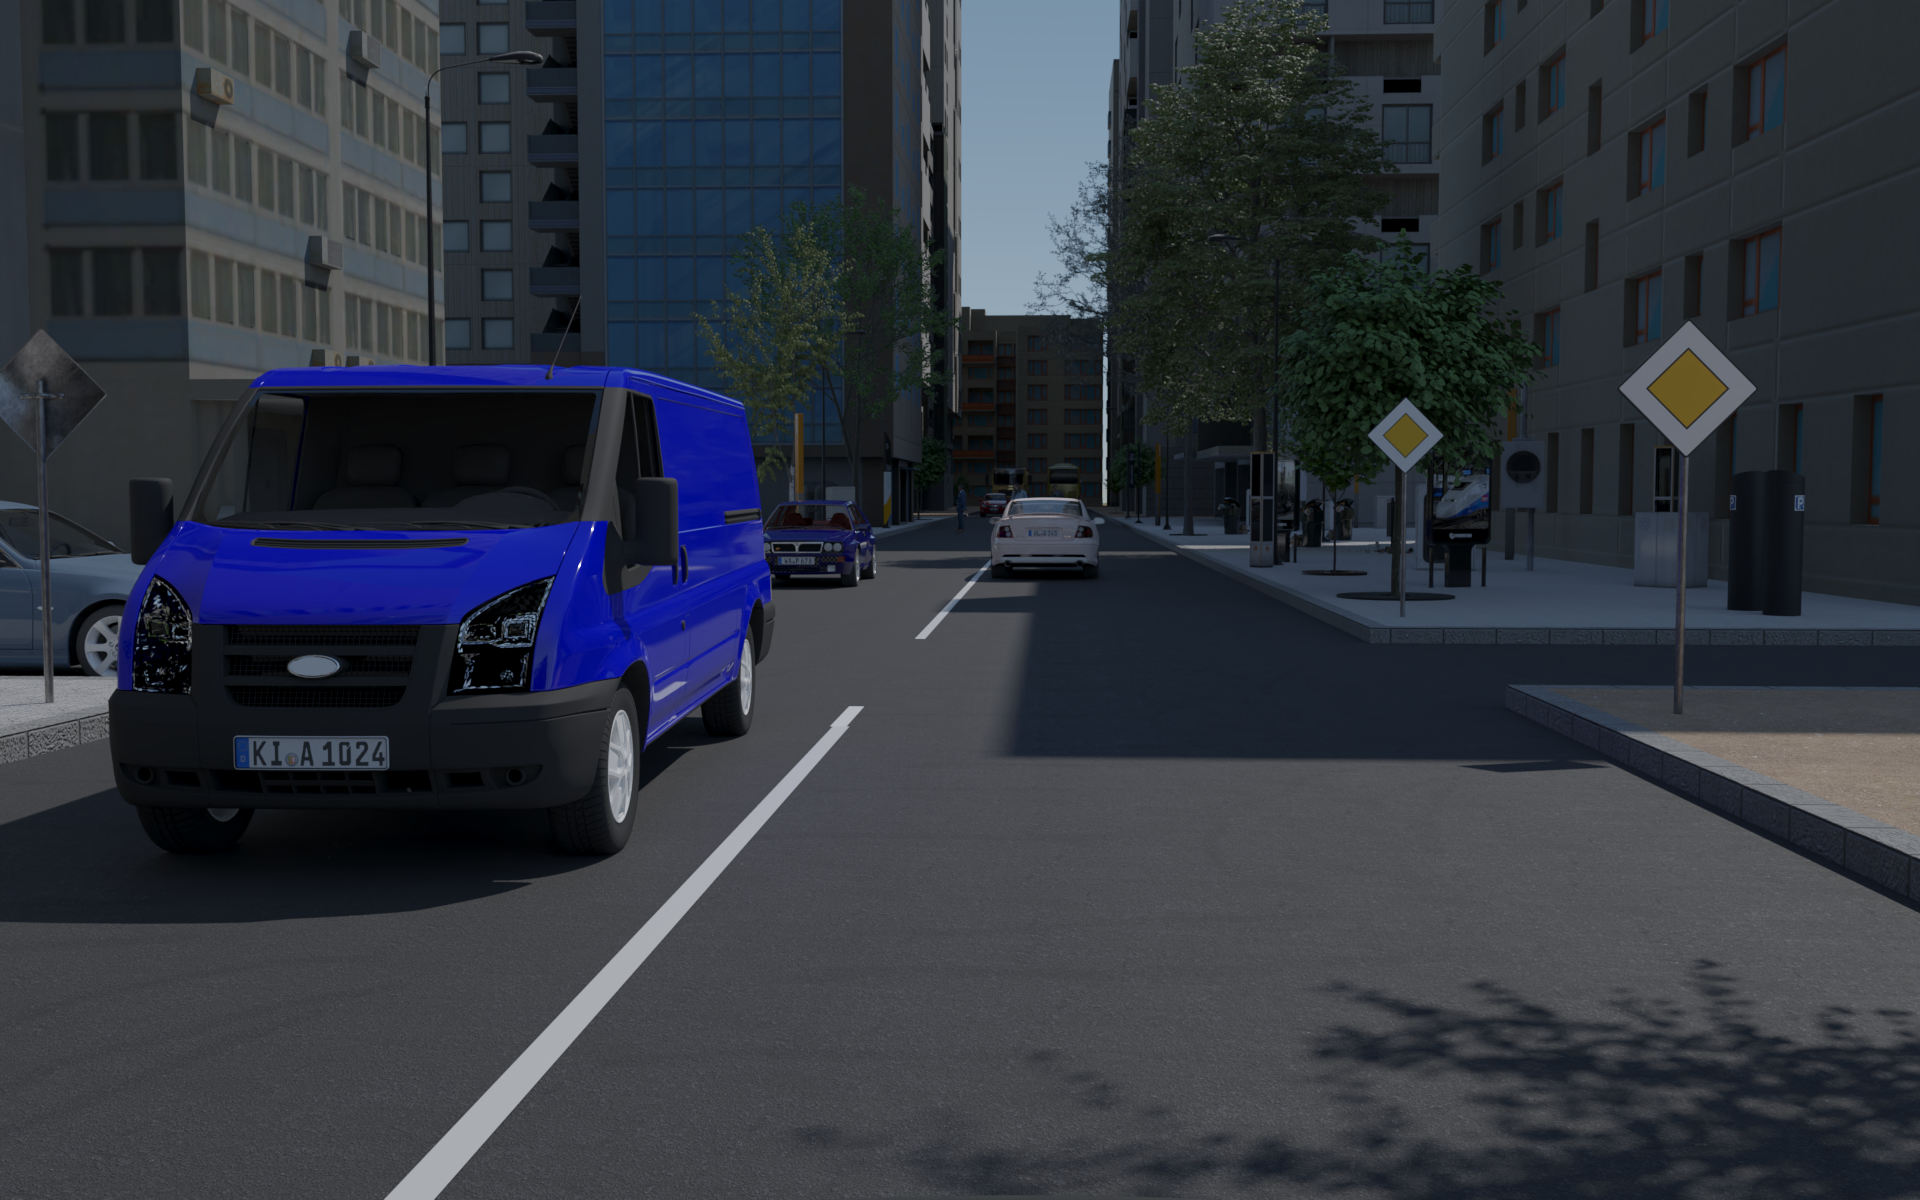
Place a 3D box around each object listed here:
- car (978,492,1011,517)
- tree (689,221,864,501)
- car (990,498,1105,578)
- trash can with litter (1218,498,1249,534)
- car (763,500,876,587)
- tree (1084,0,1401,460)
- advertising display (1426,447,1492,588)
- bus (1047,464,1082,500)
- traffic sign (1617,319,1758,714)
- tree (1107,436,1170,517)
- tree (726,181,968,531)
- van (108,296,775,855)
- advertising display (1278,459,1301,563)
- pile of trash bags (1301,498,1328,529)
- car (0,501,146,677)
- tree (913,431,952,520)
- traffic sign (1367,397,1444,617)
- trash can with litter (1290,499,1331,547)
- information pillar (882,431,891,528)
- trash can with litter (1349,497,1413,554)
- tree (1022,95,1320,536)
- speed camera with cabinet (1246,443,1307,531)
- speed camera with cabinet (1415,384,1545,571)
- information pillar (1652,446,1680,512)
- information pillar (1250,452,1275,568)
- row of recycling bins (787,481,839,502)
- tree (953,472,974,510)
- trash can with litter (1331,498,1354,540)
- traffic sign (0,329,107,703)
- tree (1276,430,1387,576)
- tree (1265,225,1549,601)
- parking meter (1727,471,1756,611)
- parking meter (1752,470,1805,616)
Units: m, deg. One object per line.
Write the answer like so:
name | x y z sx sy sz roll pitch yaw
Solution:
car | 2.244 -6.157 109.713 2.155 1.783 4.494 0 4 4
tree | -4.742 -5.864 46.233 4.737 8.622 4.395 0 3 0
car | 1.542 -1.132 30.873 2.083 1.381 4.827 0 4 4
trash can with litter | 8.712 -2.668 55.002 0.624 1.170 1.055 3 5 41
car | -2.359 -0.945 28.033 1.945 1.354 3.894 0 4 3
tree | 6.598 -7.449 39.914 7.486 12.596 7.792 0 3 0
advertising display | 6.856 -1.137 23.802 0.974 1.923 0.123 -1 4 -19
bus | 8.389 -9.046 139.440 2.896 3.916 12.252 0 4 4
traffic sign | 4.185 -0.391 10.039 0.795 2.450 0.064 0 4 3
tree | 9.785 -6.868 95.999 4.285 4.588 4.351 0 3 0
tree | -3.726 -8.160 59.175 9.928 11.665 9.643 0 3 0
van | -2.223 -0.262 8.674 2.240 2.365 5.245 0 4 1
advertising display | 6.077 -1.675 32.599 0.123 1.923 0.974 -1 4 -22
pile of trash bags | 12.375 -3.311 63.887 3.447 1.369 1.912 0 4 5
car | -7.649 -0.095 13.548 4.499 1.417 2.014 0 4 1
tree | -2.793 -6.651 92.461 4.285 4.588 4.351 0 3 0
traffic sign | 4.615 -0.879 18.012 0.795 2.450 0.064 0 4 3
trash can with litter | 8.347 -1.871 41.970 0.624 1.170 1.055 -2 4 -26
information pillar | -2.715 -4.484 64.669 0.183 3.616 0.504 1 4 22
trash can with litter | 9.354 -1.642 37.903 1.678 1.210 2.233 1 4 14
tree | 7.009 -8.737 53.212 12.009 13.543 11.850 0 3 0
speed camera with cabinet | 10.953 -4.016 59.995 2.038 3.252 0.660 3 4 37
speed camera with cabinet | 8.693 -2.119 28.974 2.038 3.252 0.660 1 4 17
information pillar | 10.767 -1.342 26.432 0.304 2.012 0.304 3 5 39
information pillar | 5.271 -1.573 30.218 0.304 2.012 0.304 -2 4 -32
row of recycling bins | -4.838 -3.054 57.041 1.069 1.692 3.534 -2 4 -24
tree | 0.013 -8.796 138.408 1.663 3.219 1.824 0 3 0
trash can with litter | 10.498 -2.246 48.108 0.624 1.170 1.055 -1 4 -17
traffic sign | -5.594 -0.425 10.584 0.795 2.450 0.064 0 4 3
tree | 6.092 -2.010 27.471 1.663 3.219 1.824 0 3 0
tree | 5.399 -2.296 21.261 4.285 4.588 4.351 0 3 0
parking meter | 8.688 -0.654 19.107 0.372 1.533 0.369 0 3 0
parking meter | 8.706 -0.605 18.306 0.372 1.533 0.369 0 3 0
